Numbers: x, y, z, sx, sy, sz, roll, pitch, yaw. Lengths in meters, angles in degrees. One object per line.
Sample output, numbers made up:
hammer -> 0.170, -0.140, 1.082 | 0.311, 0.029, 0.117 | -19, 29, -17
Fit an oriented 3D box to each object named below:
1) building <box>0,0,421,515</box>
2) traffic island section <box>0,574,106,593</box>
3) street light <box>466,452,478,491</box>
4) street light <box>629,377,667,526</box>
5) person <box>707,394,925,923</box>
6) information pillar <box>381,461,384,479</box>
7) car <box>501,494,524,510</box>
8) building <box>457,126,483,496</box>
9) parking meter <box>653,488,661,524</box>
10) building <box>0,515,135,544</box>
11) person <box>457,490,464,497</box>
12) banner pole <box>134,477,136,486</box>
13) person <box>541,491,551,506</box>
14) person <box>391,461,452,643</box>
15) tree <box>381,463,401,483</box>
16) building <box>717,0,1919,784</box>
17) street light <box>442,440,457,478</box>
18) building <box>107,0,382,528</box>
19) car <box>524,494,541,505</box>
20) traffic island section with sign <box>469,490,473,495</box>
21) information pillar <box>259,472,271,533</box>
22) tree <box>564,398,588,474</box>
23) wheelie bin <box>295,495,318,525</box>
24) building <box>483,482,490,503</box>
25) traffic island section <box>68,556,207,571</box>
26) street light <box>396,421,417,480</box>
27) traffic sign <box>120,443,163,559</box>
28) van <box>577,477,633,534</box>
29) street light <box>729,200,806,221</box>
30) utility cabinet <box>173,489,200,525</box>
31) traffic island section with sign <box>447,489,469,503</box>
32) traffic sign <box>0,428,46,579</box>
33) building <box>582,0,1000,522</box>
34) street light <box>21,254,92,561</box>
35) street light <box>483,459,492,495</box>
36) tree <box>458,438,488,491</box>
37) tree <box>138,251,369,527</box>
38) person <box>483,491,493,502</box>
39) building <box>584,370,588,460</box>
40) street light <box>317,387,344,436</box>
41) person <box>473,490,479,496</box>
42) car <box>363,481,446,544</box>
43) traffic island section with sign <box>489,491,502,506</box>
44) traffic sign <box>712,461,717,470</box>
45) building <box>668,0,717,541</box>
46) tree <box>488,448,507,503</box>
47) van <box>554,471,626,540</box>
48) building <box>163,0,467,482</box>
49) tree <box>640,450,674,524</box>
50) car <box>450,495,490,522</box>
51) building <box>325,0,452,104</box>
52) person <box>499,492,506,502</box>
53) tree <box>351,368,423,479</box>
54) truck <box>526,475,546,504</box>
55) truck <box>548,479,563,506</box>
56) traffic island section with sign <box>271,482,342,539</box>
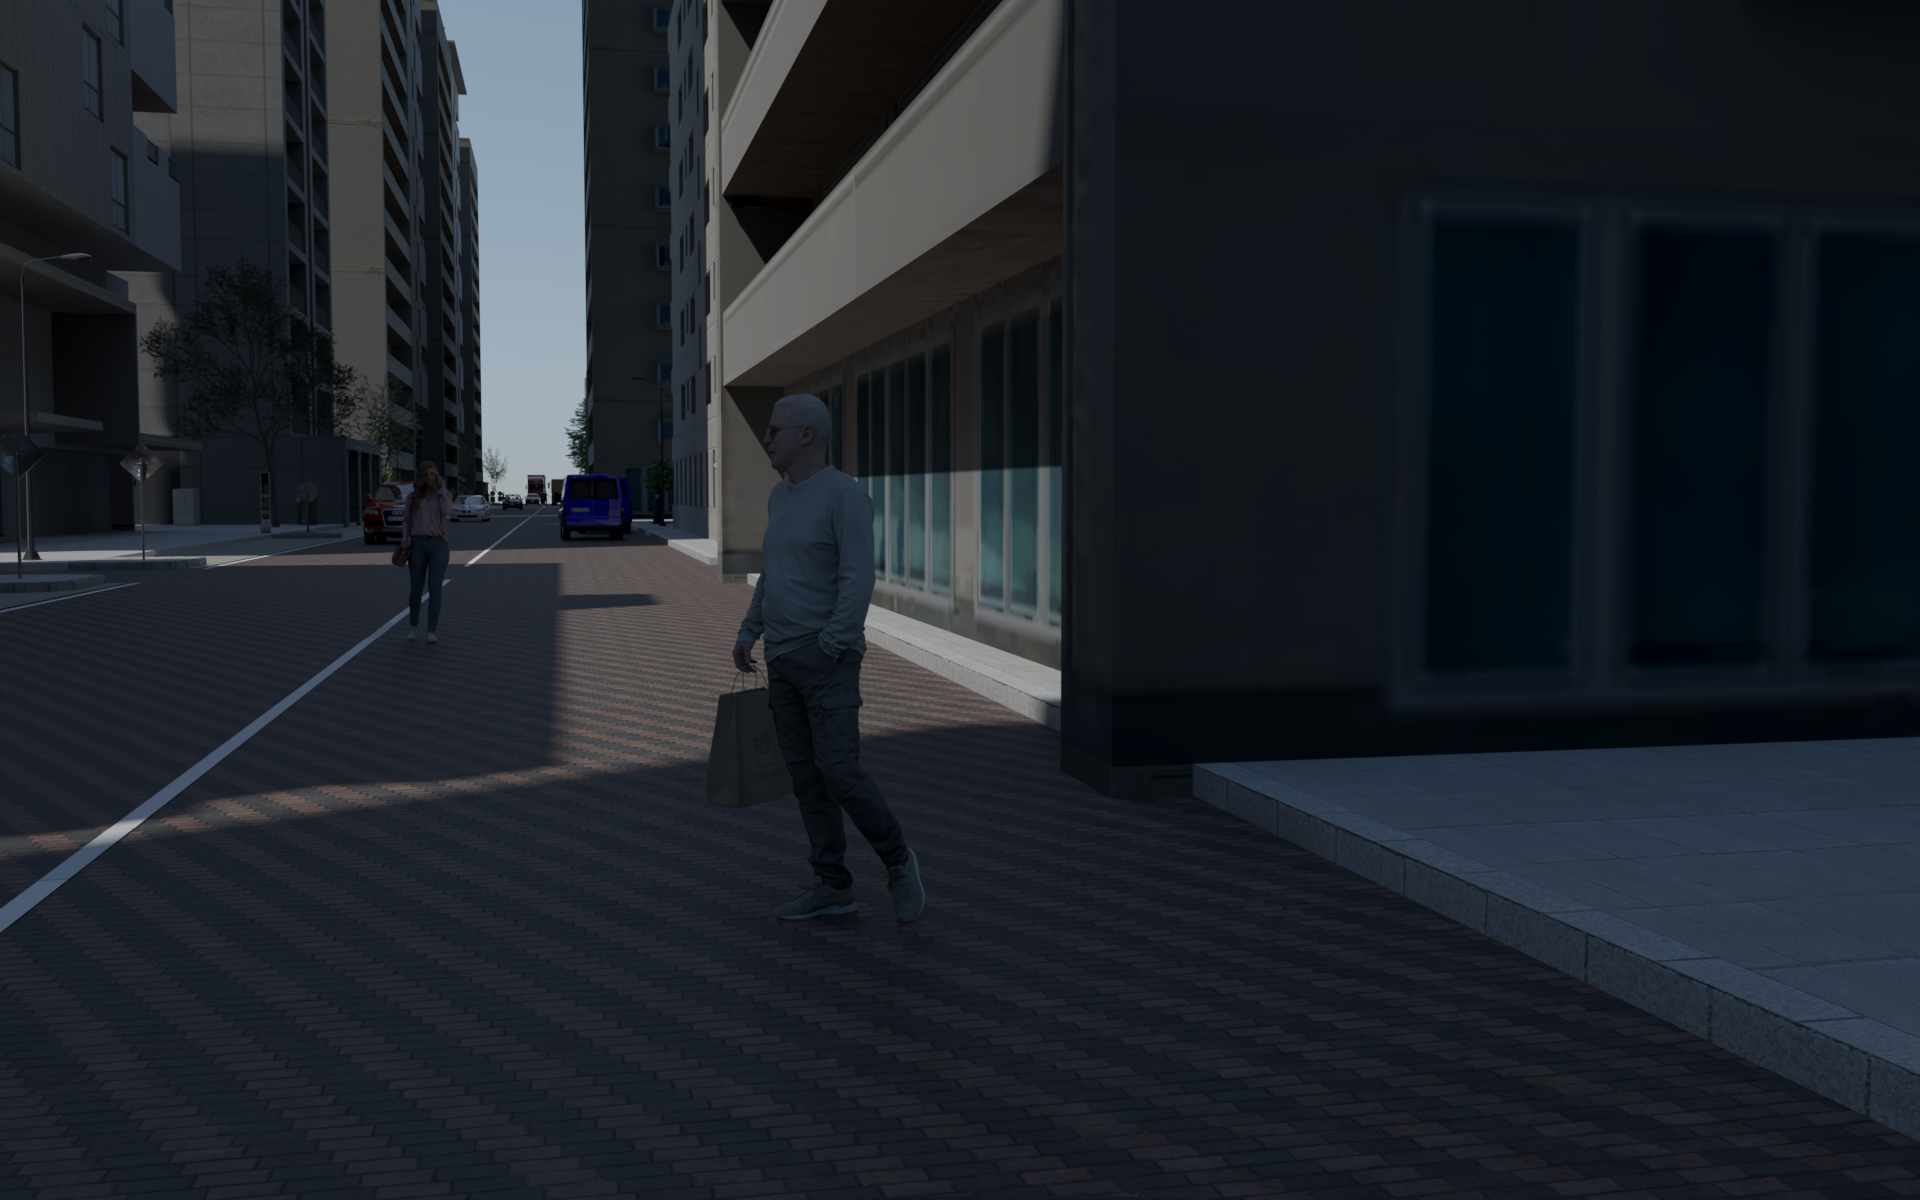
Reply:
building -> -57.166, -33.501, 136.978 | 28.713, 52.752, 27.495 | -1, 4, -13
traffic island section -> -14.247, -0.241, 26.216 | 2.009, 0.180, 2.903 | -1, 4, -13
street light -> -53.407, -13.256, 189.280 | 1.470, 5.913, 1.316 | -1, 4, -13
street light -> -12.381, -5.887, 68.795 | 1.470, 5.913, 1.316 | -1, 4, -13
person -> -0.514, 0.187, 5.937 | 0.515, 1.767, 0.782 | -3, 5, -40
information pillar -> -34.951, -6.914, 104.400 | 0.504, 3.616, 0.183 | 1, 4, 18
car -> -40.586, -9.015, 157.187 | 2.009, 1.686, 4.222 | -1, 4, -13
building -> -73.067, -36.605, 222.200 | 21.300, 48.544, 21.600 | -1, 4, -13
parking meter -> -12.941, -4.013, 74.024 | 0.372, 1.533, 0.369 | 0, 3, 0
building -> -36.586, -27.765, 43.195 | 28.713, 52.752, 27.495 | -1, 4, -13
person -> -36.312, -7.145, 125.996 | 0.551, 1.740, 0.621 | -2, 4, -24
banner pole -> -32.838, -4.811, 68.669 | 0.401, 3.779, 0.863 | 0, 4, -2
person -> -49.787, -12.214, 208.204 | 1.348, 1.822, 0.705 | 1, 4, 18
person -> -5.225, -0.477, 16.881 | 0.593, 1.750, 0.643 | -1, 4, -10
tree -> -35.004, -6.816, 106.047 | 1.663, 3.219, 1.824 | 0, 3, 0
building -> 8.737, -24.193, 19.254 | 21.300, 48.544, 21.600 | -1, 4, -13
street light -> -44.085, -10.818, 149.416 | 1.470, 5.913, 1.316 | -1, 4, -13
building -> -38.282, -39.199, 79.155 | 20.563, 71.187, 20.611 | -1, 4, -13
car -> -55.103, -13.102, 223.259 | 2.155, 1.783, 4.494 | -1, 4, -12
traffic island section with sign -> -44.608, -9.122, 157.773 | 1.989, 1.847, 2.006 | -1, 4, -13
information pillar -> -22.855, -3.209, 56.959 | 0.304, 2.012, 0.304 | -2, 4, -26
tree -> -40.177, -16.705, 191.255 | 7.486, 12.596, 7.792 | 0, 3, 0
wheelie bin -> -26.729, -3.858, 70.982 | 0.693, 1.594, 0.980 | 1, 4, 18
building -> -83.402, -33.739, 243.516 | 32.217, 40.220, 23.993 | -1, 4, -13
traffic island section -> -16.042, -0.717, 33.997 | 2.009, 0.180, 2.903 | -1, 4, -13
street light -> -34.739, -8.327, 108.691 | 1.470, 5.913, 1.316 | -1, 4, -13
traffic sign -> -16.021, -1.853, 33.940 | 0.795, 2.450, 0.064 | -1, 4, -13
van -> -13.288, -3.670, 64.382 | 2.240, 2.365, 5.245 | -1, 4, -14
street light -> -2.952, -3.370, 27.637 | 1.470, 5.913, 1.316 | -1, 4, -13
utility cabinet -> -31.276, -3.750, 69.984 | 1.173, 1.500, 0.318 | 2, 4, 26
traffic island section with sign -> -38.440, -7.486, 131.022 | 1.989, 1.847, 2.006 | -1, 4, -13
traffic sign -> -14.226, -1.377, 26.159 | 0.795, 2.450, 0.064 | -1, 4, -13
building -> -10.824, -29.161, 100.489 | 21.300, 48.544, 21.600 | -1, 4, -13
street light -> -17.458, -3.728, 33.495 | 1.470, 5.913, 1.316 | -1, 4, -13
street light -> -62.770, -15.747, 230.001 | 1.470, 5.913, 1.316 | -1, 4, -13
tree -> -53.131, -14.146, 181.643 | 4.737, 8.622, 4.395 | 0, 3, 0
tree -> -26.665, -8.090, 66.688 | 7.601, 10.594, 8.767 | 2, 4, 33
person -> -49.118, -10.475, 179.897 | 1.348, 1.807, 0.705 | -3, 5, -41
building -> -40.777, -25.036, 254.369 | 27.650, 21.520, 28.899 | -1, 4, -13
street light -> -27.012, -6.235, 74.478 | 1.470, 5.913, 1.316 | -1, 4, -13
person -> -44.742, -9.283, 160.234 | 0.705, 1.831, 1.348 | 2, 4, 34
car -> -16.399, -2.606, 51.279 | 2.281, 1.827, 5.304 | -1, 4, -13
traffic island section with sign -> -57.022, -12.414, 211.599 | 1.989, 1.847, 2.006 | -1, 4, -13
traffic sign -> -4.815, -2.009, 36.494 | 0.795, 2.450, 0.064 | -1, 4, -13
building -> 6.339, -12.812, 54.509 | 28.899, 21.520, 27.650 | -1, 4, -13
tree -> -70.572, -19.083, 262.368 | 4.737, 8.622, 4.395 | 0, 3, 0
van -> -11.852, -3.129, 55.538 | 2.240, 2.365, 5.245 | -1, 4, -14
building -> -71.277, -37.193, 197.341 | 28.713, 52.752, 27.495 | -1, 4, -13
tree -> -13.146, -4.955, 75.608 | 1.663, 3.219, 1.824 | 0, 3, 0
car -> -25.578, -4.774, 90.419 | 2.083, 1.381, 4.827 | -1, 4, -12
building -> -58.913, -32.915, 161.854 | 21.300, 48.544, 21.600 | -1, 4, -13
person -> -62.034, -13.826, 235.371 | 1.217, 1.723, 0.721 | 0, 4, 5
tree -> -33.550, -9.204, 100.847 | 4.360, 8.622, 3.978 | 0, 3, 0
truck -> -62.060, -16.202, 253.819 | 2.839, 4.237, 11.283 | -1, 4, -12
truck -> -50.303, -13.628, 218.747 | 3.469, 3.379, 9.791 | -1, 4, -13
traffic island section with sign -> -21.199, -2.915, 56.292 | 1.989, 1.847, 2.006 | -1, 4, -13
